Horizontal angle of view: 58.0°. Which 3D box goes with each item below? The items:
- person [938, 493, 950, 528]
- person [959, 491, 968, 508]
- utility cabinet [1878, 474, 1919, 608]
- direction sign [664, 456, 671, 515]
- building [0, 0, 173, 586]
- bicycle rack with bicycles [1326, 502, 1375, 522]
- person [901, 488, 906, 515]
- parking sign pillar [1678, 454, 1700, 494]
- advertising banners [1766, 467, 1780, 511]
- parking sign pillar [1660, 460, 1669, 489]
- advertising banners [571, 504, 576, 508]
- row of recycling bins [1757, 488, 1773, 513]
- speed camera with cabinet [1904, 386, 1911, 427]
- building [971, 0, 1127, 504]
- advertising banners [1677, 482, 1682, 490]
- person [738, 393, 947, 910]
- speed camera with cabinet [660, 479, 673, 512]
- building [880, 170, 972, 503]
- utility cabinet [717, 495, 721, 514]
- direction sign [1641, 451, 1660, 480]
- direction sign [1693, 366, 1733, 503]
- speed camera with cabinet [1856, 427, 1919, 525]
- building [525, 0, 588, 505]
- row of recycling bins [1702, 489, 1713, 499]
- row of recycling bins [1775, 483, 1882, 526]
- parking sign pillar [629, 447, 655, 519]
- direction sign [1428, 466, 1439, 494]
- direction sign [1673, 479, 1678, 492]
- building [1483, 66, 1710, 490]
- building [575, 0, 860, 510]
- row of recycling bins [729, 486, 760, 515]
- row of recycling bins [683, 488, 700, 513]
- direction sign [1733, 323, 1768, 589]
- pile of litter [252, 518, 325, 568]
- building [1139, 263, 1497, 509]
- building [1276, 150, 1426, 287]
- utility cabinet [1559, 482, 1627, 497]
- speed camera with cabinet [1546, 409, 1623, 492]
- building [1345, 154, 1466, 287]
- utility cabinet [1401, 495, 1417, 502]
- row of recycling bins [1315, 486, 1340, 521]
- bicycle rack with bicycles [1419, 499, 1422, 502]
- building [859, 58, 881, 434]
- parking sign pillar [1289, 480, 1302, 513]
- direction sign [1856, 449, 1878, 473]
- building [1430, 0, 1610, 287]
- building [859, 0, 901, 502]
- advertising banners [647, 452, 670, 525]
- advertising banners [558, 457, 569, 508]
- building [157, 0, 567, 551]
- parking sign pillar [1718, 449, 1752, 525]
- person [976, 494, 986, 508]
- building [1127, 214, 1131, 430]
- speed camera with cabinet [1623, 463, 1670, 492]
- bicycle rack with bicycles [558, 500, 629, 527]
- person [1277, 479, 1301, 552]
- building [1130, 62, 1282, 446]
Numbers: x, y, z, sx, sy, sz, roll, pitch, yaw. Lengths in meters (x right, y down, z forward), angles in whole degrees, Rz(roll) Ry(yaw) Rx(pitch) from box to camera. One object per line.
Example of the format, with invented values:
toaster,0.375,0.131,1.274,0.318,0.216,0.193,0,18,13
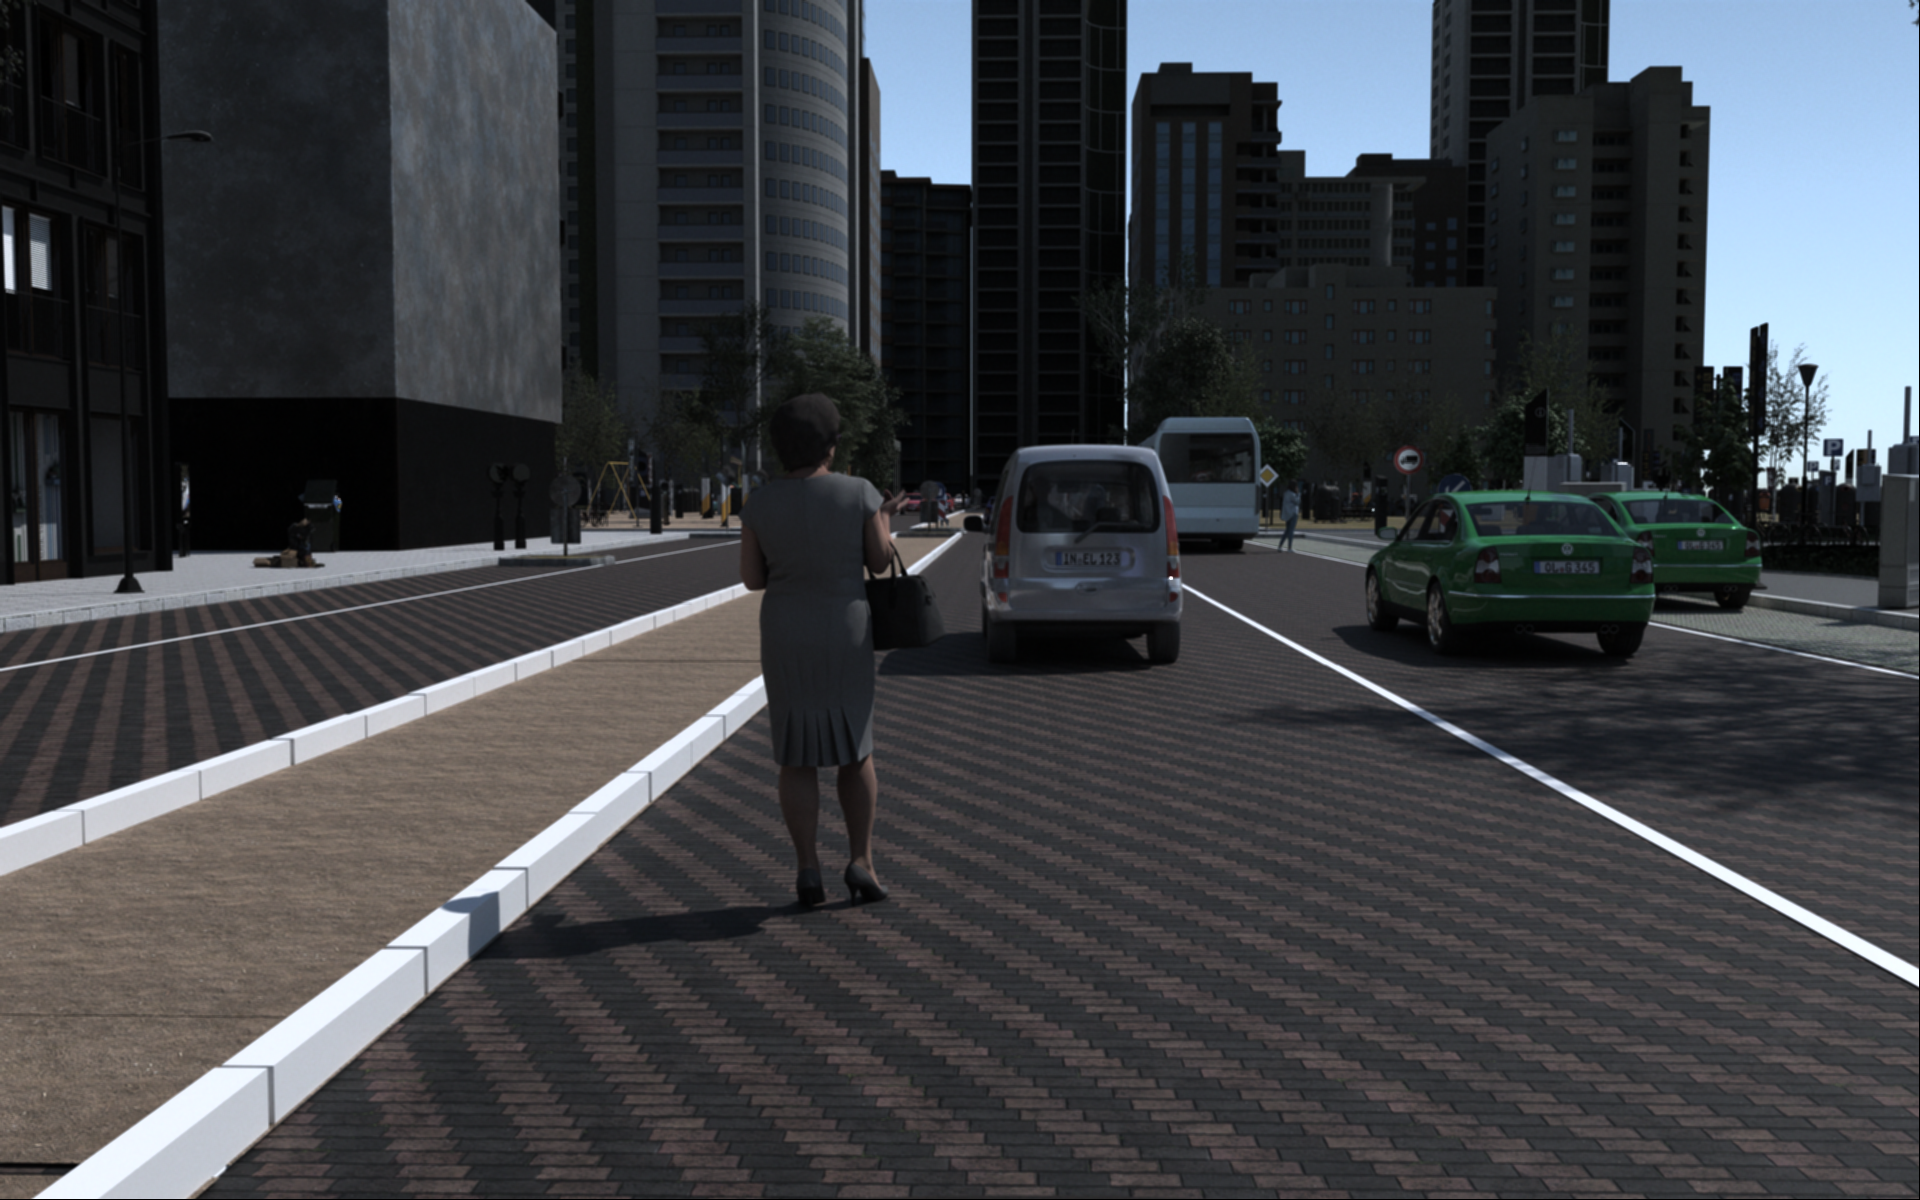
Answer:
person,-0.712,-3.866,71.976,0.793,1.790,0.793,2,4,28
person,0.395,-10.391,178.909,1.217,1.766,0.721,3,5,41
utility cabinet,10.824,-0.672,19.673,1.173,1.500,0.318,-3,5,-44
direction sign,-17.574,-6.861,104.175,0.379,3.537,0.876,-2,4,-32
building,-19.559,-11.676,20.579,12.332,23.373,15.834,0,4,2
bicycle rack with bicycles,18.545,-4.143,81.125,2.925,0.926,2.852,0,4,-8
person,-3.910,-6.718,118.149,0.447,1.846,0.655,0,4,8
parking sign pillar,45.935,-7.379,109.126,1.447,3.967,1.447,-3,5,-43
advertising banners,53.366,-7.103,112.323,2.074,3.025,0.090,2,4,31
parking sign pillar,55.058,-9.028,136.077,1.447,3.967,1.447,-2,4,-24
advertising banners,-30.681,-8.497,135.107,2.074,3.025,0.090,3,4,37
row of recycling bins,55.787,-6.924,120.316,1.069,1.692,3.534,0,4,-2
speed camera with cabinet,17.770,-2.259,31.277,0.660,3.252,2.038,-1,4,-16
building,12.061,-48.698,234.463,20.611,71.187,20.563,0,4,2
advertising banners,44.606,-6.715,105.975,2.074,3.025,0.090,-1,4,-21
person,-0.402,0.169,6.093,0.716,1.782,0.532,0,4,3
speed camera with cabinet,-18.529,-6.792,105.392,2.038,3.252,0.660,1,4,10
building,-12.638,-35.619,237.000,28.867,44.769,22.147,0,4,2
utility cabinet,-14.773,-5.988,109.073,1.020,1.237,0.306,1,4,15
direction sign,36.317,-6.063,91.127,0.876,3.537,0.379,1,4,20
direction sign,13.436,-2.372,30.779,0.876,3.537,0.379,0,4,-4
speed camera with cabinet,28.766,-3.610,53.357,2.038,3.252,0.660,2,4,29
building,-48.838,-46.881,204.754,20.611,71.187,20.563,0,4,2
row of recycling bins,58.290,-7.838,135.264,3.534,1.692,1.069,1,4,23
row of recycling bins,32.462,-3.512,64.539,3.534,1.692,1.069,1,4,16
parking sign pillar,-16.591,-6.235,90.413,1.447,3.967,1.447,-1,4,-19
direction sign,37.735,-8.929,137.994,0.876,3.537,0.379,2,4,27
direction sign,44.497,-7.056,107.359,0.876,3.537,0.379,-2,4,-30
building,74.305,-35.331,201.363,21.600,48.544,21.300,0,4,2
building,-20.642,-37.444,154.215,21.231,58.520,28.212,0,4,2
row of recycling bins,-13.074,-6.085,106.602,1.069,1.692,3.534,2,4,33
row of recycling bins,-18.809,-6.919,120.231,1.069,1.692,3.534,0,4,7
direction sign,10.748,-1.921,23.398,0.379,3.537,0.876,1,4,12
pile of litter,-11.825,-1.009,30.462,1.176,0.858,1.719,-2,4,-26
building,31.358,-19.236,159.555,27.650,21.520,28.899,0,4,2
building,34.945,-31.110,200.531,32.217,40.220,23.993,0,4,2
utility cabinet,11.965,-1.476,32.814,1.173,1.500,0.318,3,4,39
speed camera with cabinet,14.616,-2.840,40.770,2.038,3.252,0.660,-2,4,-35
building,58.132,-35.510,230.694,14.200,45.320,14.600,0,4,2
utility cabinet,30.884,-6.606,119.165,1.020,1.237,0.306,0,4,3
row of recycling bins,18.165,-4.786,85.356,1.069,1.692,3.534,1,4,19
bicycle rack with bicycles,34.800,-7.243,131.803,2.852,0.926,2.925,1,4,19
building,-15.459,-32.143,175.641,14.600,45.320,14.200,0,4,2
parking sign pillar,22.809,-7.972,118.818,1.447,3.967,1.447,0,4,6
direction sign,45.692,-5.836,87.417,0.876,3.537,0.379,1,4,12
building,75.626,-48.586,232.634,20.611,71.187,20.563,0,4,2
building,-23.104,-54.364,201.521,31.000,86.520,22.319,0,4,2
advertising banners,-12.554,-4.639,72.043,0.090,3.025,2.074,-2,4,-35
advertising banners,-18.748,-5.233,81.746,0.090,3.025,2.074,-1,4,-22
building,-20.773,-10.992,47.166,16.811,18.784,16.820,0,4,2
parking sign pillar,32.544,-5.143,72.567,1.447,3.967,1.447,-1,4,-12
person,2.095,-10.197,176.006,1.217,1.735,0.721,0,4,6
building,29.799,-33.535,231.895,14.086,41.232,14.154,0,4,2
speed camera with cabinet,20.137,-3.505,51.641,2.038,3.252,0.660,-1,4,-16
bicycle rack with bicycles,-14.940,-3.349,68.136,2.852,0.926,2.925,2,4,27
person,8.098,-2.071,42.631,0.793,1.790,0.793,3,5,43
building,25.261,-32.485,181.232,14.600,45.320,14.200,0,4,2
